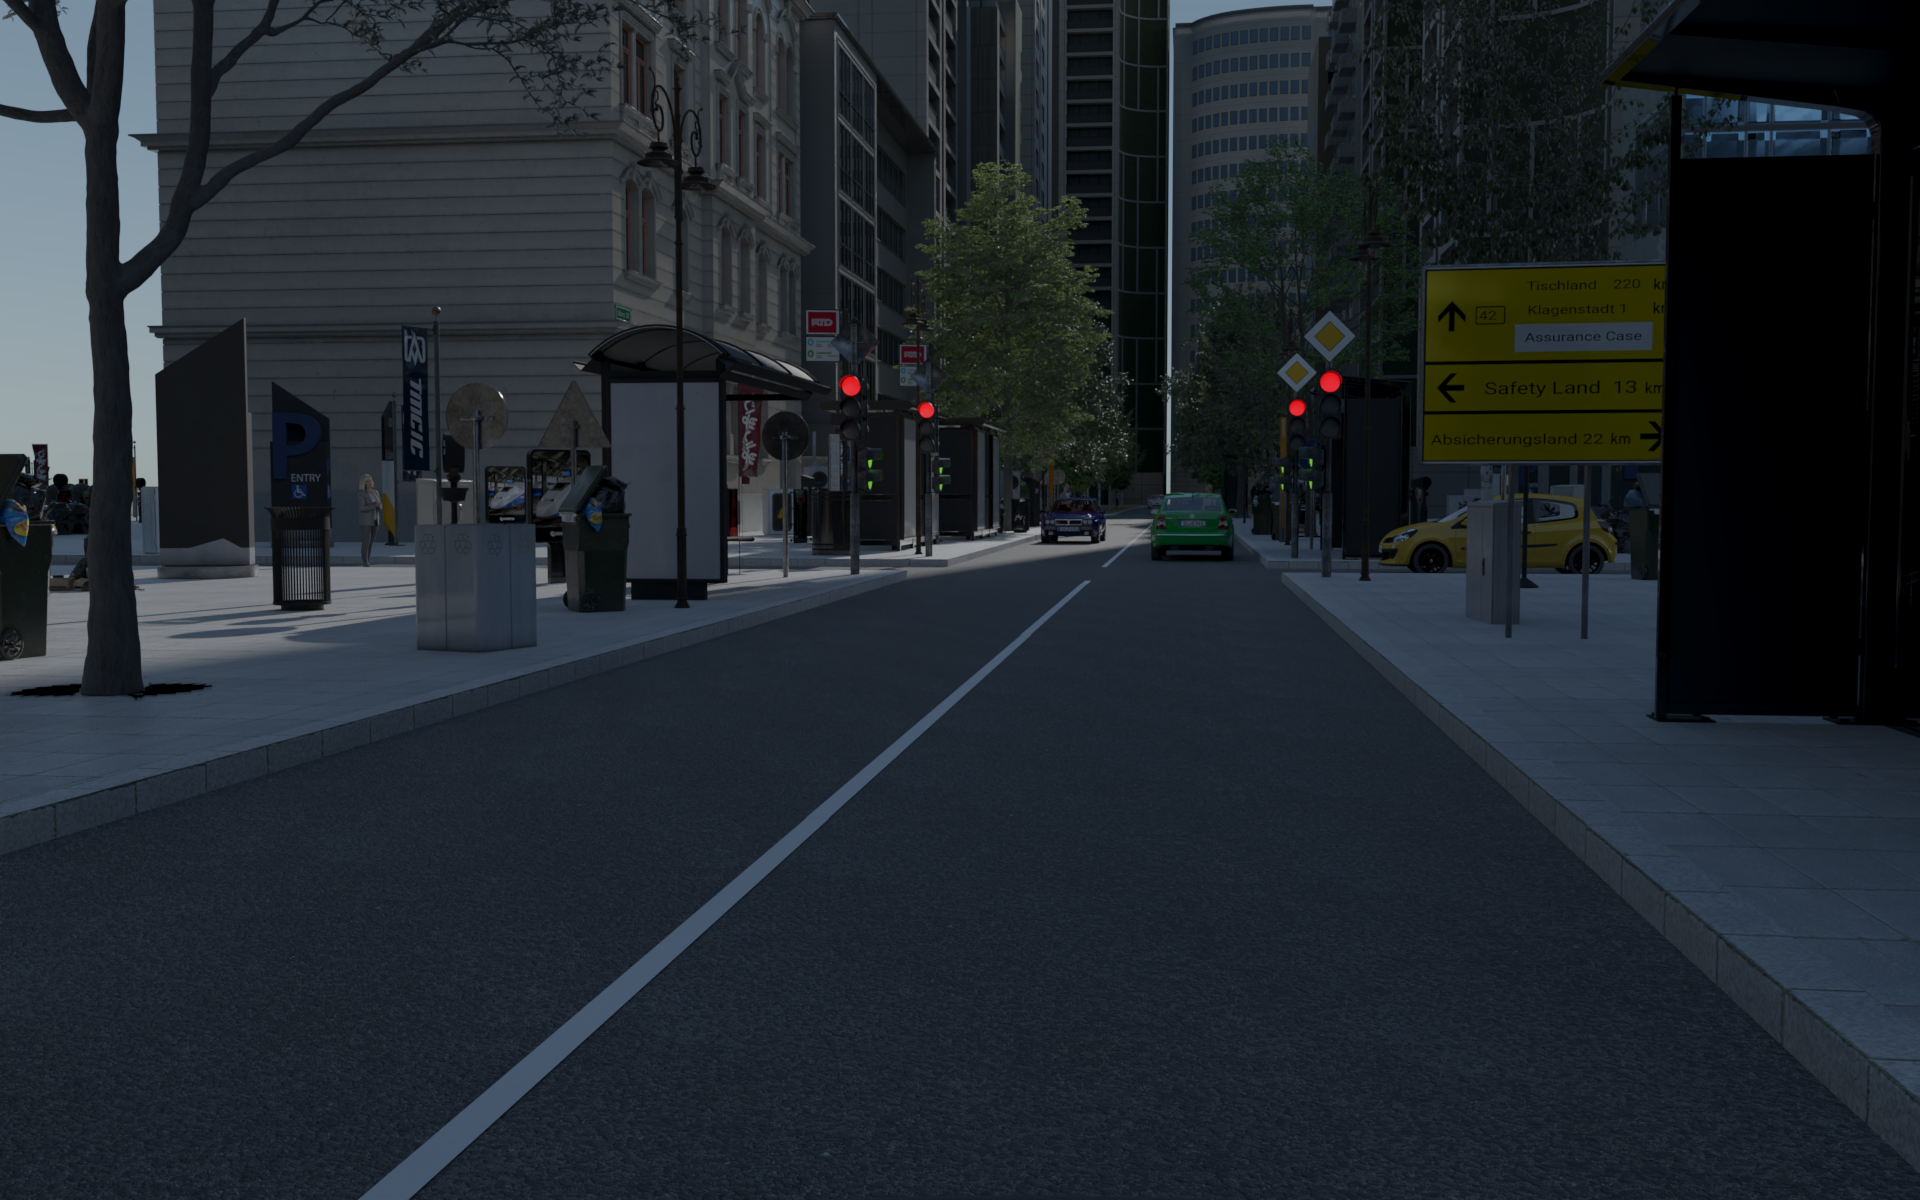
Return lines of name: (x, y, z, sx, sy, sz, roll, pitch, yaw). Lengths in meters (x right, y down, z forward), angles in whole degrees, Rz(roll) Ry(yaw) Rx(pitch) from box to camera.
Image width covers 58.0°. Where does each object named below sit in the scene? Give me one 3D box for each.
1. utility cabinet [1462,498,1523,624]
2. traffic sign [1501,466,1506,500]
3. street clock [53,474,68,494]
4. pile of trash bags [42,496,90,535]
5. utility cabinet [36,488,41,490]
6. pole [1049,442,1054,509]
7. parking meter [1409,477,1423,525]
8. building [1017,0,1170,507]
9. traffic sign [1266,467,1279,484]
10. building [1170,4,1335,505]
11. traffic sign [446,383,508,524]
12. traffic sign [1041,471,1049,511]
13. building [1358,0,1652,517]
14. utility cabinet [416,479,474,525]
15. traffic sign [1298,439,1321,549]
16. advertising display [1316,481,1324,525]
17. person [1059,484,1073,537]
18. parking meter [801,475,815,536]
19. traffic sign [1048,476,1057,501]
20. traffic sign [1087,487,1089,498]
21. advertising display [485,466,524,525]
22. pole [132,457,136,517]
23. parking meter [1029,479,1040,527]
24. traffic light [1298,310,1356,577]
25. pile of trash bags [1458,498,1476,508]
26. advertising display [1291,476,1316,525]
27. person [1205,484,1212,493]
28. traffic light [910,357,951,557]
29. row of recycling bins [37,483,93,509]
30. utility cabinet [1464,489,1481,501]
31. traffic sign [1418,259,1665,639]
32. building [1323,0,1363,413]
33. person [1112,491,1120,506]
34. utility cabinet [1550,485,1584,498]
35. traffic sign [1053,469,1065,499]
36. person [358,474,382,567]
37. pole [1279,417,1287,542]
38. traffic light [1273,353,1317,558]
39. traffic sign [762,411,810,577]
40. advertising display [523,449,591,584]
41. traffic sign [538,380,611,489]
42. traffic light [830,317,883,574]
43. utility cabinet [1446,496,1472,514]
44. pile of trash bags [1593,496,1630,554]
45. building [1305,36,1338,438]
utility cabinet: (5.382, -0.389, 17.517, 0.306, 1.237, 1.020, 0, 4, 2)
traffic sign: (6.994, -1.235, 22.317, 0.606, 2.300, 0.079, 1, 4, 12)
street clock: (-31.737, -3.461, 61.157, 0.471, 2.002, 0.358, 1, 4, 15)
pile of trash bags: (-28.768, -2.729, 54.380, 3.447, 1.369, 1.912, -3, 5, -43)
utility cabinet: (-36.600, -3.631, 68.043, 1.173, 1.500, 0.318, 2, 4, 30)
pole: (3.569, -4.519, 67.727, 0.158, 3.312, 0.155, 0, 3, 0)
parking meter: (15.684, -3.294, 59.575, 0.399, 1.863, 0.255, -1, 4, -9)
building: (14.920, -47.234, 210.535, 20.611, 71.187, 20.563, 0, 4, 7)
traffic sign: (14.115, -4.757, 77.883, 0.768, 2.556, 0.104, 1, 4, 17)
building: (39.625, -40.753, 208.315, 28.212, 58.520, 21.231, 0, 4, 7)
traffic sign: (-5.536, -1.206, 19.832, 0.768, 2.556, 0.104, 1, 4, 11)
traffic sign: (4.854, -5.857, 95.761, 0.884, 2.594, 0.081, 1, 4, 9)
building: (36.670, -41.587, 118.195, 20.563, 71.187, 20.611, 0, 4, 7)
utility cabinet: (-7.464, -1.016, 25.284, 0.318, 1.500, 1.173, 1, 4, 14)
traffic sign: (8.190, -2.456, 40.269, 0.768, 2.556, 0.104, 1, 4, 12)
advertising display: (15.166, -4.099, 72.232, 0.123, 1.923, 0.974, -3, 5, -40)
person: (3.560, -2.985, 57.858, 0.362, 1.759, 0.519, 3, 5, 45)
parking meter: (-4.613, -2.874, 52.702, 0.399, 1.863, 0.255, 2, 4, 27)
traffic sign: (5.216, -5.817, 95.207, 0.768, 2.556, 0.104, 1, 4, 17)
traffic sign: (7.018, -5.802, 94.972, 0.768, 2.556, 0.104, 1, 4, 14)
advertising display: (-10.446, -2.118, 39.851, 0.974, 1.923, 0.123, -3, 5, -41)
pole: (-45.319, -6.187, 94.996, 0.158, 3.312, 0.155, 0, 3, 0)
parking meter: (2.930, -3.798, 67.800, 0.399, 1.863, 0.255, -3, 5, -44)
traffic light: (5.640, -2.306, 26.631, 0.839, 4.253, 0.868, 0, 4, 7)
pile of trash bags: (16.301, -2.546, 51.385, 3.447, 1.369, 1.912, 2, 4, 26)
advertising display: (12.523, -3.573, 63.627, 0.974, 1.923, 0.123, -1, 4, -23)
person: (7.655, -2.704, 53.381, 0.731, 1.740, 0.598, 3, 5, 40)
traffic light: (-0.623, -2.848, 35.487, 0.839, 4.253, 0.868, 0, 4, 7)
row of recycling bins: (-33.739, -3.613, 66.193, 3.534, 1.692, 1.069, 2, 4, 31)
utility cabinet: (22.680, -4.106, 75.816, 1.173, 1.500, 0.318, 2, 4, 29)
traffic sign: (5.217, -1.311, 15.304, 2.265, 3.308, 0.079, 1, 4, 11)
building: (42.130, -32.064, 143.860, 23.786, 49.044, 30.456, 0, 4, 7)
person: (17.278, -11.162, 191.012, 1.348, 1.823, 0.705, -3, 5, -43)
utility cabinet: (14.375, -1.981, 41.070, 0.318, 1.500, 1.173, 0, 4, -7)
traffic sign: (5.012, -5.423, 88.770, 0.768, 2.556, 0.104, 1, 4, 12)
person: (-10.914, -1.436, 32.168, 0.526, 1.800, 0.537, 2, 4, 32)
pole: (8.591, -3.191, 46.024, 0.158, 3.312, 0.155, 0, 3, 0)
traffic light: (6.678, -2.791, 34.549, 0.839, 4.253, 0.868, 0, 4, 7)
traffic sign: (-2.686, -1.622, 26.620, 0.768, 2.556, 0.104, 1, 4, 12)
advertising display: (-5.783, -1.212, 25.024, 0.974, 1.923, 0.123, -3, 5, -41)
traffic sign: (-4.420, -1.213, 19.840, 0.884, 2.594, 0.081, 1, 4, 11)
traffic light: (-1.661, -2.364, 27.569, 0.839, 4.253, 0.868, 0, 4, 7)
utility cabinet: (21.333, -3.844, 74.007, 1.020, 1.237, 0.306, 0, 4, -3)
pile of trash bags: (14.448, -1.728, 38.001, 3.447, 1.369, 1.912, 1, 4, 9)
building: (40.778, -31.601, 166.794, 14.600, 45.320, 14.200, 0, 4, 7)
